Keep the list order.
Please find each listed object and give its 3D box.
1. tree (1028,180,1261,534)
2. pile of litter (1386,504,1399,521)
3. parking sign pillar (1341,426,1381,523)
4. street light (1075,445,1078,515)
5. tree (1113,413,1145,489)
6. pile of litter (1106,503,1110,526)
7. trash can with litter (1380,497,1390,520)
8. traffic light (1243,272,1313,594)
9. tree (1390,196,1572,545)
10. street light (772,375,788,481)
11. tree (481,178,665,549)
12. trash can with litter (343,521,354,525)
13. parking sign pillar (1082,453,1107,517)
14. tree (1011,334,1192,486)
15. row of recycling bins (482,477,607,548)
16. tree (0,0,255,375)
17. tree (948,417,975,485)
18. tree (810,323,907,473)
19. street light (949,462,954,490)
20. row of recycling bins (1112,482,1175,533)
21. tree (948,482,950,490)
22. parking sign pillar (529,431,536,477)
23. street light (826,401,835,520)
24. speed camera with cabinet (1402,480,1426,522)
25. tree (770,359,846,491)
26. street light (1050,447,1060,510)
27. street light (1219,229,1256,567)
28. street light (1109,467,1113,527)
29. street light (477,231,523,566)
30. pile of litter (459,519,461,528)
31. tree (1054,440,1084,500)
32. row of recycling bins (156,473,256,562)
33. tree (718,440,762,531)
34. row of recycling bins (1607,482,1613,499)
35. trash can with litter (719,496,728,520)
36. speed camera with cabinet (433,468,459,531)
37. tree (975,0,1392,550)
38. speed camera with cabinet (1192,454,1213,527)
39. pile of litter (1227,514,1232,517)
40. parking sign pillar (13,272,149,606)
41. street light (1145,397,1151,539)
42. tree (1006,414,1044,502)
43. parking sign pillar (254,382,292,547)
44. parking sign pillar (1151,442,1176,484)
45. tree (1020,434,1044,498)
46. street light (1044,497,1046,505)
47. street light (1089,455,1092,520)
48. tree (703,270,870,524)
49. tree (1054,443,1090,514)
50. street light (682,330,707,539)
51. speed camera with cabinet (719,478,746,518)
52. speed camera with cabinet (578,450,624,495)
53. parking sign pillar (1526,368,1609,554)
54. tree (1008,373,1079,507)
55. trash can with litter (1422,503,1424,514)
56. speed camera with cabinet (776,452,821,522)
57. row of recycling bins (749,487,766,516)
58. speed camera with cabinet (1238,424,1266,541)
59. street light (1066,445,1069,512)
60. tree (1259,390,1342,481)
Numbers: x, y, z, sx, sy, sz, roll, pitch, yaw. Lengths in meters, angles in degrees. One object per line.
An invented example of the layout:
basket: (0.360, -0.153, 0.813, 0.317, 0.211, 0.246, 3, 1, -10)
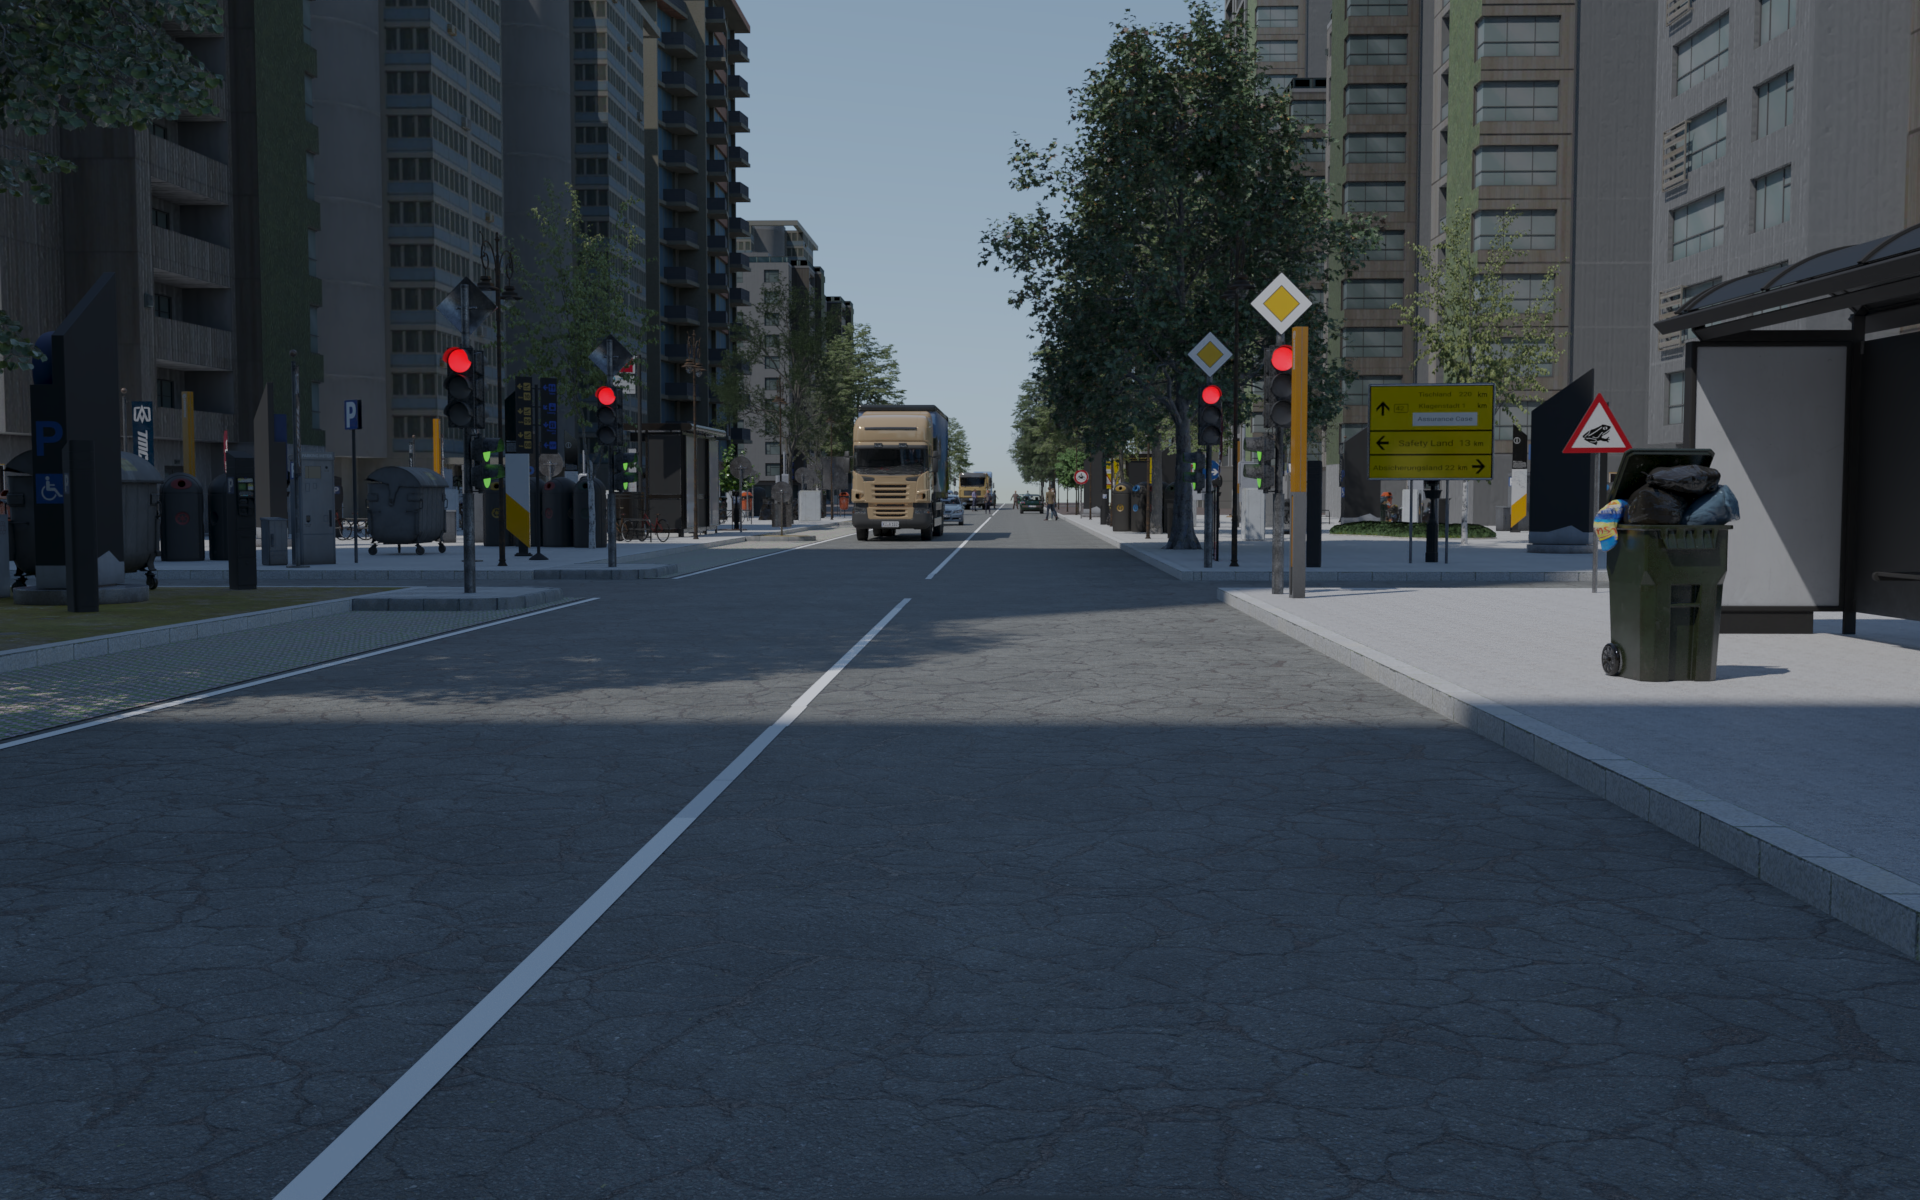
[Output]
tree: (6.013, -8.396, 55.396, 7.486, 12.596, 7.792, 0, 3, 0)
pile of litter: (18.382, -3.699, 74.451, 1.719, 0.858, 1.176, -3, 4, -36)
parking sign pillar: (14.024, -4.409, 60.562, 1.447, 3.967, 1.447, 0, 4, -6)
street light: (7.054, -8.075, 104.817, 0.468, 5.910, 1.993, 0, 4, 2)
tree: (7.551, -8.053, 82.032, 4.737, 8.622, 4.395, 0, 3, 0)
pile of litter: (6.551, -3.472, 70.740, 1.176, 0.858, 1.719, 2, 4, 31)
trash can with litter: (17.485, -3.750, 72.704, 1.055, 1.170, 0.624, -2, 4, -25)
traffic light: (4.053, -2.029, 22.089, 0.839, 4.253, 0.868, 0, 4, 2)
tree: (13.059, -5.711, 43.735, 4.737, 8.622, 4.395, 0, 3, 0)
street light: (-6.974, -5.783, 67.339, 0.468, 5.910, 1.993, 0, 4, 2)
tree: (-8.722, -5.498, 40.248, 4.737, 8.622, 4.395, 0, 3, 0)
trash can with litter: (-26.314, -3.806, 73.284, 1.678, 1.210, 2.233, -2, 4, -28)
parking sign pillar: (7.452, -6.545, 95.486, 1.447, 3.967, 1.447, 3, 5, 41)
tree: (6.833, -8.571, 74.541, 7.601, 10.594, 8.767, 2, 4, 23)
row of recycling bins: (-10.101, -2.141, 42.125, 3.534, 1.692, 1.069, 2, 4, 24)
tree: (-9.573, -6.436, 11.887, 9.857, 13.997, 8.962, 0, 3, 0)
tree: (-1.436, -20.575, 254.533, 7.486, 12.596, 7.792, 0, 3, 0)
tree: (-6.974, -12.055, 115.223, 7.486, 12.596, 7.792, 0, 3, 0)
street light: (-1.379, -16.687, 245.622, 0.468, 5.910, 1.993, 0, 4, 2)
row of recycling bins: (6.405, -3.119, 58.115, 1.069, 1.692, 3.534, -2, 4, -34)
tree: (-2.106, -14.884, 237.949, 1.663, 3.219, 1.824, 0, 3, 0)
parking sign pillar: (-13.319, -3.920, 52.559, 1.447, 3.967, 1.447, -2, 4, -35)
street light: (-6.366, -6.916, 85.857, 0.468, 5.910, 1.993, 0, 4, 2)
speed camera with cabinet: (16.706, -4.238, 63.631, 0.660, 3.252, 2.038, 1, 4, 23)
tree: (-7.645, -8.546, 90.086, 4.360, 8.622, 3.978, 0, 3, 0)
street light: (8.898, -11.584, 162.183, 0.468, 5.910, 1.993, 0, 4, 2)
street light: (4.856, -3.529, 30.493, 0.468, 5.910, 1.993, 0, 4, 2)
street light: (5.955, -5.812, 67.821, 0.468, 5.910, 1.993, 0, 4, 2)
street light: (-8.155, -3.541, 30.687, 0.468, 5.910, 1.993, 0, 4, 2)
pile of litter: (-18.862, -3.178, 65.933, 1.719, 0.858, 1.176, -3, 5, -39)
tree: (9.123, -11.066, 131.290, 4.360, 8.622, 3.978, 0, 3, 0)
row of recycling bins: (-15.313, -1.580, 32.948, 3.534, 1.692, 1.069, -2, 4, -34)
tree: (-8.047, -4.039, 60.634, 1.663, 3.219, 1.824, 0, 3, 0)
row of recycling bins: (20.905, -2.919, 54.835, 1.069, 1.692, 3.534, 0, 3, 0)
trash can with litter: (-11.906, -4.553, 85.830, 0.624, 1.170, 1.055, -2, 4, -26)
speed camera with cabinet: (-17.887, -4.035, 60.310, 0.660, 3.252, 2.038, -2, 4, -24)
tree: (5.186, -7.532, 40.163, 9.611, 12.733, 9.660, 0, 3, 0)
speed camera with cabinet: (9.004, -4.462, 67.293, 0.660, 3.252, 2.038, -2, 4, -28)
pile of litter: (15.370, -4.955, 94.980, 1.176, 0.858, 1.719, -2, 4, -33)
parking sign pillar: (-10.452, -1.959, 20.503, 1.447, 3.967, 1.447, 0, 4, 0)
street light: (5.392, -4.692, 49.494, 0.468, 5.910, 1.993, 0, 4, 2)
tree: (11.309, -20.020, 237.689, 12.009, 13.543, 11.850, 0, 3, 0)
parking sign pillar: (-16.867, -3.296, 42.365, 1.447, 3.967, 1.447, -3, 4, -36)
parking sign pillar: (10.149, -5.944, 85.661, 1.447, 3.967, 1.447, -1, 4, -12)
tree: (12.005, -19.956, 252.040, 9.928, 11.665, 9.643, 0, 3, 0)
street light: (10.331, -14.402, 208.264, 0.468, 5.910, 1.993, 0, 4, 2)
street light: (6.526, -6.954, 86.489, 0.468, 5.910, 1.993, 0, 4, 2)
tree: (-7.436, -8.498, 73.359, 8.767, 10.594, 7.601, 2, 4, 33)
tree: (7.553, -7.806, 111.349, 4.285, 4.588, 4.351, 0, 3, 0)
street light: (-7.499, -4.662, 49.011, 0.468, 5.910, 1.993, 0, 4, 2)
speed camera with cabinet: (-12.478, -5.983, 92.163, 2.038, 3.252, 0.660, -1, 4, -19)
speed camera with cabinet: (-16.244, -5.130, 78.216, 2.038, 3.252, 0.660, 1, 4, 13)
parking sign pillar: (13.136, -3.013, 37.734, 1.447, 3.967, 1.447, 3, 4, 36)
tree: (9.306, -16.286, 172.925, 9.857, 13.997, 8.962, 0, 3, 0)
trash can with litter: (18.712, -3.697, 71.830, 1.055, 1.170, 0.624, 2, 4, 26)
speed camera with cabinet: (-7.570, -5.304, 81.054, 2.038, 3.252, 0.660, -1, 4, -17)
row of recycling bins: (-11.820, -5.753, 101.172, 1.069, 1.692, 3.534, 0, 4, -6)
speed camera with cabinet: (8.179, -3.311, 48.474, 0.660, 3.252, 2.038, 0, 4, 4)
street light: (7.763, -9.309, 124.982, 0.468, 5.910, 1.993, 0, 4, 2)
tree: (17.002, -8.372, 87.245, 4.360, 8.622, 3.978, 0, 3, 0)
